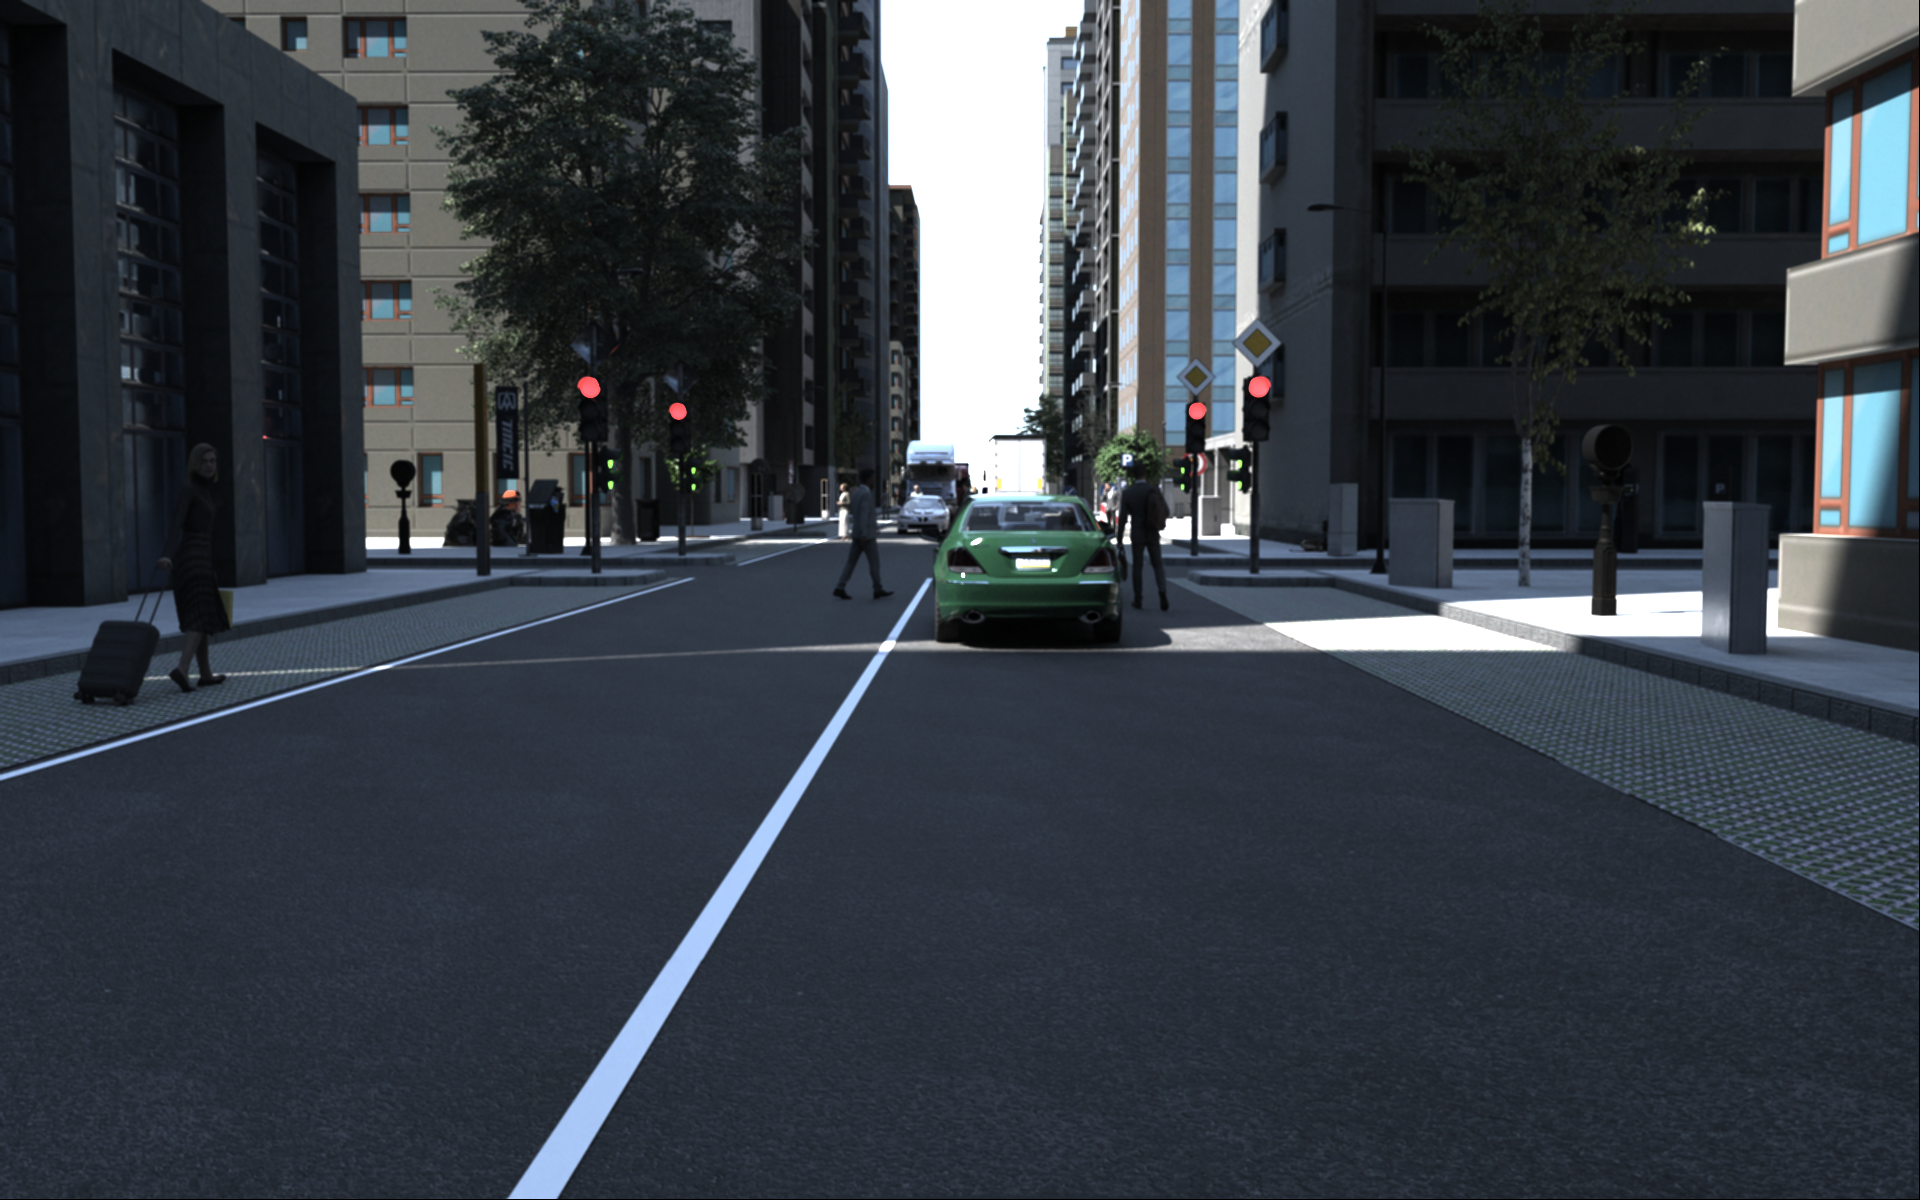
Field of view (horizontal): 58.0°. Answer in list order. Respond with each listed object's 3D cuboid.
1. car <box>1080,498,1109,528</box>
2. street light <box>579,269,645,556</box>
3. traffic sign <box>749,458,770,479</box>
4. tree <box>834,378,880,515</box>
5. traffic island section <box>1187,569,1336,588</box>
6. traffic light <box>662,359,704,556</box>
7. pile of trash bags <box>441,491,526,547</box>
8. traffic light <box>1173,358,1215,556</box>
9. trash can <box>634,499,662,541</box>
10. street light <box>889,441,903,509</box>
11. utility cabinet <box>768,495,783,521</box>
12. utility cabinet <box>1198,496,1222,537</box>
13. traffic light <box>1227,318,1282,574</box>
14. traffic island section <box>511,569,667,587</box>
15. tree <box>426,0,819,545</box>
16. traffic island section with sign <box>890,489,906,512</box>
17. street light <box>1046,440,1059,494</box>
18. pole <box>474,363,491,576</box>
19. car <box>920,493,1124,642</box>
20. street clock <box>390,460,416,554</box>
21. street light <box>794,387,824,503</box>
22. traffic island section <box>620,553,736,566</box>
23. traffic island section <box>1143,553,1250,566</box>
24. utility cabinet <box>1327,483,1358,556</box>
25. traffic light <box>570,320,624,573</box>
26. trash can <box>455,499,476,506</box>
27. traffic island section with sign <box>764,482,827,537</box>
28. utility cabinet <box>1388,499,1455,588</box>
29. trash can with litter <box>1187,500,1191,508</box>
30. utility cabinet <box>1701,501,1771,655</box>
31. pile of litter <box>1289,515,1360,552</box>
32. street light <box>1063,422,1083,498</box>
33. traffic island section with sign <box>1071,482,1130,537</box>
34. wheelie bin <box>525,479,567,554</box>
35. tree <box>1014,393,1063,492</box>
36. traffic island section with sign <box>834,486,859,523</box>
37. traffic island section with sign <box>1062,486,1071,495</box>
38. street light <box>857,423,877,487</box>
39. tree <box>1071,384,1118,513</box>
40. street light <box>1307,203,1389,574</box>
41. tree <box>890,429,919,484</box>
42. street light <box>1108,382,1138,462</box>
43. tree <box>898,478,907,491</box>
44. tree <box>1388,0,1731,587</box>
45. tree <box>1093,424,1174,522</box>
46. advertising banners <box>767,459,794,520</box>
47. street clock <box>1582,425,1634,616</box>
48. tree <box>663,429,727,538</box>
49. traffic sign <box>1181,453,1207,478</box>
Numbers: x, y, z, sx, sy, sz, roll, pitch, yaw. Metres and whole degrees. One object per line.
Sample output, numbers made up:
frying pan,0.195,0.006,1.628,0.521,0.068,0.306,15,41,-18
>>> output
car,1.163,-0.779,24.741,2.014,1.417,4.499,0,4,0
street light,-7.196,-3.873,35.858,1.470,5.913,1.316,0,4,1
traffic sign,-7.138,-3.761,61.606,0.768,2.556,0.104,1,4,11
tree,-7.420,-9.664,108.361,4.737,8.622,4.395,0,3,0
traffic island section,4.772,-0.346,27.945,2.009,0.180,2.903,0,4,1
traffic light,-5.767,-2.876,35.947,0.839,4.253,0.868,0,4,1
pile of trash bags,-11.691,-2.067,43.541,1.912,1.369,3.447,0,4,2
traffic light,4.843,-2.868,35.816,0.839,4.253,0.868,0,4,1
trash can,-8.532,-2.186,47.399,0.748,1.137,0.748,0,3,0
street light,-5.662,-10.990,152.226,1.470,5.913,1.316,0,4,1
utility cabinet,-8.863,-4.405,83.182,0.306,1.237,1.020,1,4,22
utility cabinet,7.539,-2.532,52.564,0.306,1.237,1.020,3,5,44
traffic light,4.732,-2.380,27.832,0.839,4.253,0.868,0,4,1
traffic island section,-5.918,-0.356,28.098,2.009,0.180,2.903,0,4,1
tree,-8.473,-8.385,43.751,9.857,13.997,8.962,0,3,0
traffic island section with sign,-4.434,-7.767,135.622,1.989,1.847,2.006,0,4,1
street light,7.862,-10.745,148.221,1.470,5.913,1.316,0,4,1
pole,-7.495,-2.038,27.161,0.158,3.312,0.155,0,3,0
car,0.637,-0.391,18.197,2.131,1.459,4.920,0,4,-1
street clock,-11.893,-1.985,37.032,0.471,2.002,0.358,1,4,8
street light,-6.605,-6.277,75.165,1.470,5.913,1.316,0,4,1
traffic island section,-5.807,-0.844,36.083,2.009,0.180,2.903,0,4,1
traffic island section,4.883,-0.835,35.930,2.009,0.180,2.903,0,4,1
utility cabinet,7.928,-1.666,35.913,0.318,1.500,1.173,2,4,28
traffic light,-5.879,-2.388,27.963,0.839,4.253,0.868,0,4,1
trash can,-13.122,-2.125,46.392,0.748,1.137,0.748,0,3,0
traffic island section with sign,-5.513,-3.032,58.206,1.989,1.847,2.006,0,4,1
utility cabinet,6.390,-0.786,24.005,0.306,1.237,1.020,-2,4,-26
trash can with litter,11.118,-4.251,80.884,0.624,1.170,1.055,3,4,36
utility cabinet,6.411,-0.194,14.327,0.306,1.237,1.020,1,4,11
pile of litter,8.176,-1.519,38.808,1.719,0.858,1.176,0,4,-2
street light,7.306,-8.465,110.936,1.470,5.913,1.316,0,4,1
traffic island section with sign,4.872,-3.054,58.554,1.989,1.847,2.006,0,4,1
wheelie bin,-8.910,-1.796,37.273,0.980,1.594,0.693,2,4,29
tree,9.441,-16.852,193.662,7.486,12.596,7.792,0,3,0
traffic island section with sign,-5.129,-4.681,85.159,1.989,1.847,2.006,0,4,1
traffic island section with sign,5.244,-4.702,85.507,1.989,1.847,2.006,0,4,1
street light,-6.145,-8.614,113.372,1.470,5.913,1.316,0,4,1
tree,9.411,-10.191,116.991,4.360,8.622,3.978,0,3,0
street light,6.240,-3.380,27.798,1.470,5.913,1.316,0,4,1
tree,-6.103,-14.571,188.605,4.360,8.622,3.978,0,3,0
street light,6.838,-6.088,72.082,1.470,5.913,1.316,0,4,1
tree,-6.060,-11.623,184.635,1.663,3.219,1.824,0,3,0
tree,8.069,-4.489,23.758,4.737,8.622,4.395,0,3,0
tree,7.954,-5.818,78.835,4.285,4.588,4.351,0,3,0
advertising banners,-8.867,-5.488,85.910,0.090,3.025,2.074,2,4,35
street clock,6.789,-0.834,18.204,0.471,2.002,0.358,-1,4,-14
tree,-7.918,-3.420,50.513,1.663,3.219,1.824,0,3,0
traffic sign,6.752,-3.057,50.084,0.768,2.556,0.104,0,4,2
